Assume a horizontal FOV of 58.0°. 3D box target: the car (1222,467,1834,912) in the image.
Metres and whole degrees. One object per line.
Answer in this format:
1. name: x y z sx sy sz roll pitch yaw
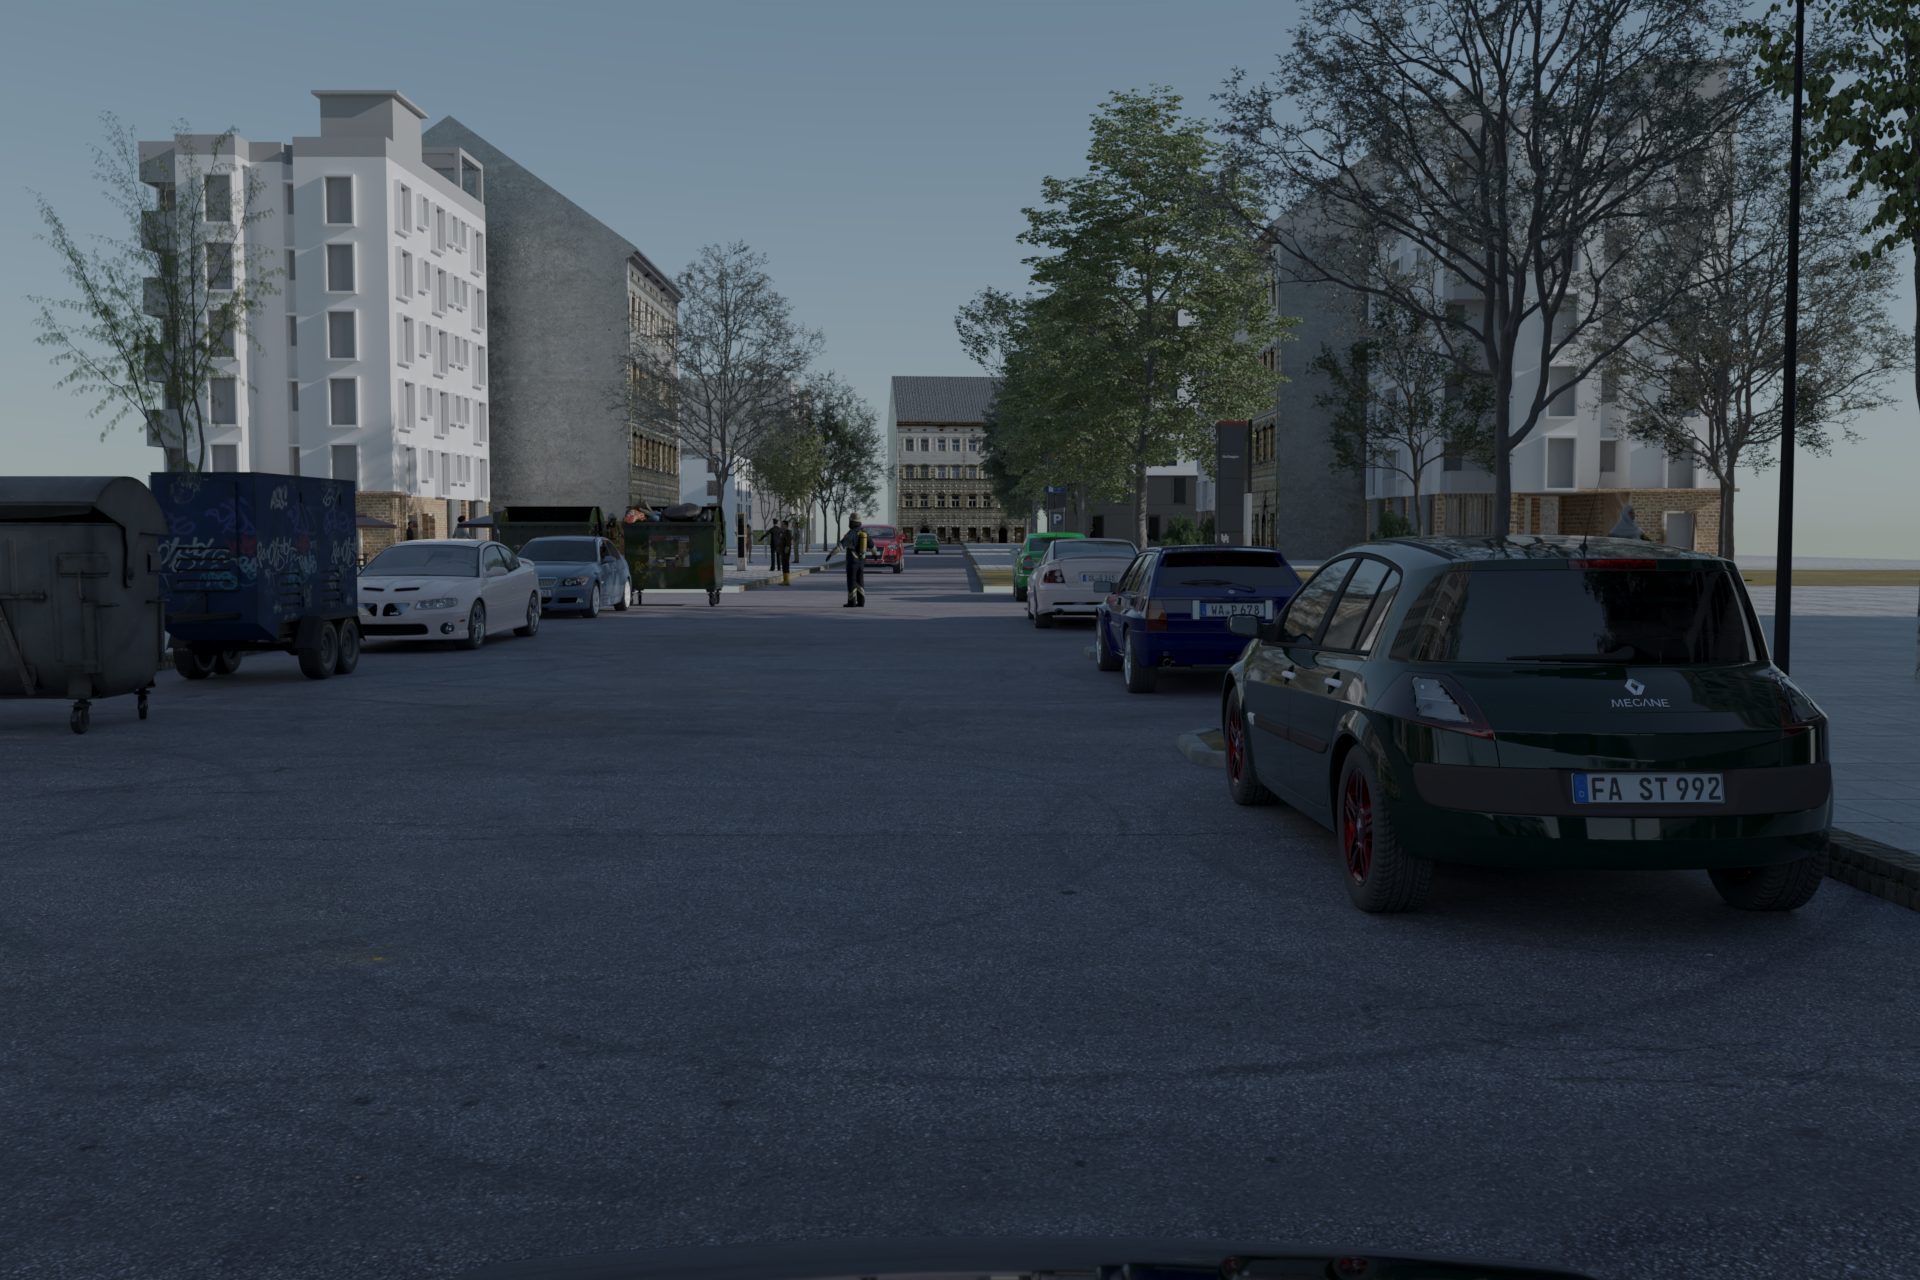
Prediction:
1. car: 2.320 0.112 7.962 2.009 1.686 4.222 0 4 -1

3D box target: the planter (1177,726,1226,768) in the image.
1. planter: 2.450 0.605 11.254 1.991 0.319 1.994 0 4 1

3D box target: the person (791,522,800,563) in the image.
1. person: -7.264 -4.292 76.448 0.705 1.796 1.348 -1 4 -21

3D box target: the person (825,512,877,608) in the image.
1. person: -2.067 -1.569 33.894 0.705 1.856 1.354 3 5 43

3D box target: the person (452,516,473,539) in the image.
1. person: -14.157 -2.641 49.369 0.705 1.806 1.347 -3 5 -45

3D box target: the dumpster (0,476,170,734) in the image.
1. dumpster: -7.018 -0.283 12.841 1.865 1.857 1.264 0 3 0

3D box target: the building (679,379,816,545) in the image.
1. building: -27.455 -21.182 212.785 16.747 18.905 31.486 0 4 0

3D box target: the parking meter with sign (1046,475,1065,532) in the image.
1. parking meter with sign: 2.760 -3.273 49.775 0.543 3.016 1.738 0 4 1

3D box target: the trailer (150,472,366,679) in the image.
1. trailer: -6.945 -0.588 16.668 1.471 1.999 3.904 0 4 0

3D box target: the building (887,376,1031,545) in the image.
1. building: -0.427 -24.860 239.844 18.063 23.208 19.493 0 4 -6

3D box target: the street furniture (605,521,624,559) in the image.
1. street furniture: -14.272 -3.260 60.151 9.812 1.723 11.010 0 4 7

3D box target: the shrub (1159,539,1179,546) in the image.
1. shrub: 5.267 -2.002 43.842 1.383 1.207 1.383 0 3 0

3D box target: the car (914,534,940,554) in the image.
1. car: -2.392 -7.060 124.233 1.959 1.807 4.718 0 4 0

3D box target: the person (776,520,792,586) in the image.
1. person: -4.886 -2.419 48.153 0.704 1.812 1.346 -1 4 -17

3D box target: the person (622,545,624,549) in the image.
1. person: -8.153 -2.375 44.965 1.347 1.817 0.704 2 4 24

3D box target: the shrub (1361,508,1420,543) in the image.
1. shrub: 12.131 -2.706 48.657 1.690 2.028 1.600 0 3 0

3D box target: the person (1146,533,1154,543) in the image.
1. person: 7.997 -4.223 75.229 0.705 1.806 1.347 -1 4 -21

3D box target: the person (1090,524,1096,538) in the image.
1. person: 5.993 -4.428 79.116 0.721 1.740 1.216 0 4 5

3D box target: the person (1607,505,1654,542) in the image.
1. person: 10.577 -1.254 27.274 1.217 1.736 0.721 -1 4 -20

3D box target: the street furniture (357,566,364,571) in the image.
1. street furniture: -16.937 -1.652 42.639 5.734 0.657 10.072 -1 4 -15

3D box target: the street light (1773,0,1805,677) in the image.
1. street light: 6.146 -2.392 11.653 1.470 5.913 1.316 0 3 0

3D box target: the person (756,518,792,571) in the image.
1. person: -6.418 -3.316 60.157 1.347 1.837 0.705 -2 4 -28

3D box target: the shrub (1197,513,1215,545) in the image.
1. shrub: 9.064 -3.506 61.746 1.690 2.028 1.600 0 3 0

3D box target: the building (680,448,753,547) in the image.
1. building: -26.327 -14.742 183.177 9.099 9.664 28.070 0 4 1

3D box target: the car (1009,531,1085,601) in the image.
1. car: 2.076 -1.802 38.256 1.959 1.807 4.718 0 4 0

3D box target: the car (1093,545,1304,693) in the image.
1. car: 2.327 -0.268 16.960 1.945 1.354 3.894 0 4 -1

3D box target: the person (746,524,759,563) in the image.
1. person: -9.359 -4.292 76.971 1.217 1.733 0.721 2 4 35

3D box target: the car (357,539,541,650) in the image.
1. car: -6.884 -0.647 22.935 2.083 1.381 4.827 0 3 0

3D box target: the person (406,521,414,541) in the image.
1. person: -22.591 -3.979 71.278 0.704 1.802 1.346 -1 4 -22

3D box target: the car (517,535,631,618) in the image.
1. car: -7.075 -1.168 31.102 2.014 1.417 4.499 0 4 0

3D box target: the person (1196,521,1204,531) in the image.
1. person: 9.262 -3.681 66.306 1.348 1.813 0.705 1 4 18

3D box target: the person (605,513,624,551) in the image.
1. person: -9.414 -2.519 46.961 1.354 1.858 0.705 -3 4 -36

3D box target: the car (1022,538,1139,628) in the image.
1. car: 2.056 -0.937 27.682 2.083 1.381 4.827 0 4 0

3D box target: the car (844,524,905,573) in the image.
1. car: -3.163 -3.427 64.712 2.281 1.827 5.304 0 4 0

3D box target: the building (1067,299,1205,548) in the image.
1. building: 22.315 -19.760 167.058 27.936 21.610 32.646 0 4 0

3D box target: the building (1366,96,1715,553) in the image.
1. building: 24.537 -13.746 81.175 16.016 20.090 11.380 0 3 0

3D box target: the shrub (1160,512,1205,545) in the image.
1. shrub: 7.131 -3.150 55.927 1.690 2.028 1.600 0 3 0
